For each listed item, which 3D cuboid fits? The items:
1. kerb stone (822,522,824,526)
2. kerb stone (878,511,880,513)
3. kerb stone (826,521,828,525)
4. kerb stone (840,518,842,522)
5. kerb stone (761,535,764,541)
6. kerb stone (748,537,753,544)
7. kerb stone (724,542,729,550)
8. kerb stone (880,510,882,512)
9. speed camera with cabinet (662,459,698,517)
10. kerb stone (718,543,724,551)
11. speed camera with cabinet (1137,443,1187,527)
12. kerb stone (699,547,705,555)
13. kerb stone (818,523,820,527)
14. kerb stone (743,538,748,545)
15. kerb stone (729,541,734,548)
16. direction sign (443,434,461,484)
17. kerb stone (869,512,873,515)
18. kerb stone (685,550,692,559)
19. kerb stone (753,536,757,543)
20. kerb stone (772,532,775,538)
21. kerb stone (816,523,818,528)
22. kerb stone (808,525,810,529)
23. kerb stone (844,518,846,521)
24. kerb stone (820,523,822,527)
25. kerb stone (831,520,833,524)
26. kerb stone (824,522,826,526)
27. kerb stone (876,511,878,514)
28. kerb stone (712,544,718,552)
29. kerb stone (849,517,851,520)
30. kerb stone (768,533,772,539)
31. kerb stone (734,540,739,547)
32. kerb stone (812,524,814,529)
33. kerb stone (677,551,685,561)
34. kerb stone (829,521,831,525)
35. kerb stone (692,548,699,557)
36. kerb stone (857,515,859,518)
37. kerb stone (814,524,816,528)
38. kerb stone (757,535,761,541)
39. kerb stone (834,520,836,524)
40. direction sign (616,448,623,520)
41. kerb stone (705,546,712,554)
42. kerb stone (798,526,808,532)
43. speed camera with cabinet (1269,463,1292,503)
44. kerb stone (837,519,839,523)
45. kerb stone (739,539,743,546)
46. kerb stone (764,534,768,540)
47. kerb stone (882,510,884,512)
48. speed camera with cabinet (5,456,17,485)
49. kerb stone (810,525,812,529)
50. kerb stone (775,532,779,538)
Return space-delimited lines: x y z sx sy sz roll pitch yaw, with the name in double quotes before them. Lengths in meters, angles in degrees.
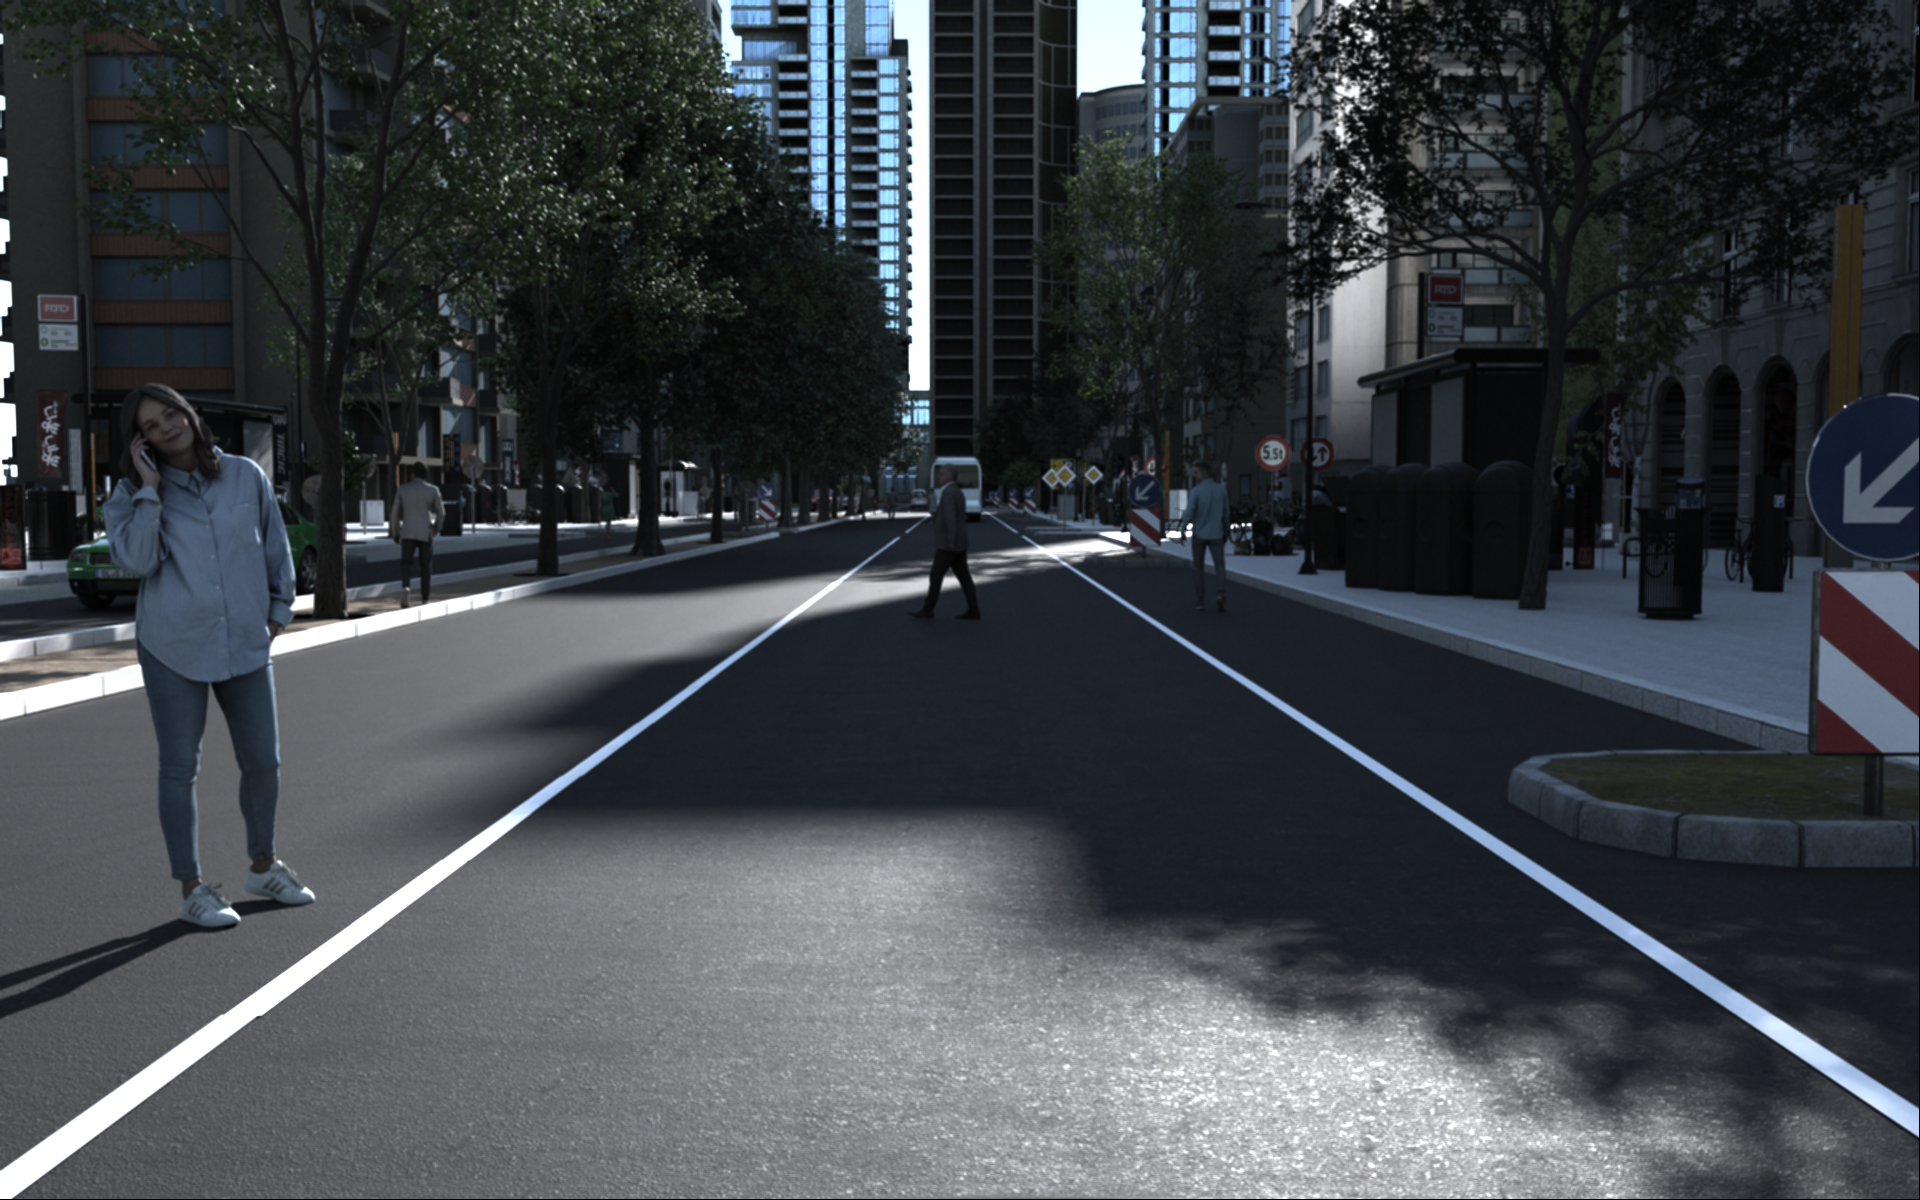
"kerb stone" -6.166 -3.279 75.815 0.120 0.150 1.000 0 3 0
"kerb stone" -6.206 -6.475 128.108 0.120 0.150 1.000 0 3 0
"kerb stone" -6.158 -3.398 77.861 0.120 0.150 1.000 0 3 0
"kerb stone" -6.174 -3.970 87.097 0.120 0.150 1.000 0 3 0
"kerb stone" -6.149 -1.867 52.720 0.120 0.150 1.000 0 3 0
"kerb stone" -6.140 -1.679 49.651 0.120 0.150 1.000 0 3 0
"kerb stone" -6.135 -1.365 44.531 0.120 0.150 1.000 0 3 0
"kerb stone" -6.217 -6.729 132.217 0.120 0.150 1.000 0 3 0
"speed camera with cabinet" -15.996 -6.398 98.951 2.038 3.252 0.660 -3 4 -37
"kerb stone" -6.133 -1.304 43.509 0.120 0.150 1.000 0 3 0
"speed camera with cabinet" 7.851 -4.458 67.217 2.038 3.252 0.660 3 5 44
"kerb stone" -6.138 -1.110 40.421 0.120 0.150 1.000 0 3 0
"kerb stone" -6.165 -3.153 73.750 0.120 0.150 1.000 0 3 0
"kerb stone" -6.143 -1.616 48.629 0.120 0.150 1.000 0 3 0
"kerb stone" -6.137 -1.418 45.562 0.120 0.150 1.000 0 3 0
"direction sign" -19.177 -4.489 65.395 0.876 3.537 0.379 2 4 29
"kerb stone" -6.193 -5.851 117.852 0.120 0.150 1.000 0 3 0
"kerb stone" -6.125 -0.984 38.371 0.120 0.150 1.000 0 3 0
"kerb stone" -6.142 -1.739 50.673 0.120 0.150 1.000 0 3 0
"kerb stone" -6.143 -2.055 55.787 0.120 0.150 1.000 0 3 0
"kerb stone" -6.149 -3.088 72.727 0.120 0.150 1.000 0 3 0
"kerb stone" -6.160 -2.835 68.623 0.120 0.150 1.000 0 3 0
"kerb stone" -6.176 -4.151 90.175 0.120 0.150 1.000 0 3 0
"kerb stone" -6.160 -3.214 74.785 0.120 0.150 1.000 0 3 0
"kerb stone" -6.169 -3.593 80.941 0.120 0.150 1.000 0 3 0
"kerb stone" -6.165 -3.342 76.838 0.120 0.150 1.000 0 3 0
"kerb stone" -6.204 -6.290 125.034 0.120 0.150 1.000 0 3 0
"kerb stone" -6.137 -1.241 42.487 0.120 0.150 1.000 0 3 0
"kerb stone" -6.177 -4.408 94.269 0.120 0.150 1.000 0 3 0
"kerb stone" -6.150 -1.990 54.765 0.120 0.150 1.000 0 3 0
"kerb stone" -6.143 -1.490 46.584 0.120 0.150 1.000 0 3 0
"kerb stone" -6.164 -2.964 70.675 0.120 0.150 1.000 0 3 0
"kerb stone" -6.132 -0.927 37.348 0.120 0.150 1.000 0 3 0
"kerb stone" -6.166 -3.530 79.910 0.120 0.150 1.000 0 3 0
"kerb stone" -6.132 -1.052 39.399 0.120 0.150 1.000 0 3 0
"kerb stone" -6.185 -4.909 102.458 0.120 0.150 1.000 0 3 0
"kerb stone" -6.154 -3.025 71.698 0.120 0.150 1.000 0 3 0
"kerb stone" -6.138 -1.804 51.695 0.120 0.150 1.000 0 3 0
"kerb stone" -6.166 -3.718 82.988 0.120 0.150 1.000 0 3 0
"direction sign" -16.665 -5.660 84.537 0.379 3.537 0.876 -1 4 -11
"kerb stone" -6.134 -1.177 41.445 0.120 0.150 1.000 0 3 0
"kerb stone" -6.152 -2.777 67.599 0.120 0.150 1.000 0 3 0
"speed camera with cabinet" 17.579 -6.159 95.043 0.660 3.252 2.038 -1 4 -11
"kerb stone" -6.169 -3.844 85.045 0.120 0.150 1.000 0 3 0
"kerb stone" -6.145 -1.554 47.605 0.120 0.150 1.000 0 3 0
"kerb stone" -6.148 -1.927 53.743 0.120 0.150 1.000 0 3 0
"kerb stone" -6.204 -6.850 134.268 0.120 0.150 1.000 0 3 0
"speed camera with cabinet" -48.997 -5.801 89.178 0.660 3.252 2.038 0 4 -7
"kerb stone" -6.164 -2.902 69.647 0.120 0.150 1.000 0 3 0
"kerb stone" -6.146 -2.117 56.809 0.120 0.150 1.000 0 3 0
